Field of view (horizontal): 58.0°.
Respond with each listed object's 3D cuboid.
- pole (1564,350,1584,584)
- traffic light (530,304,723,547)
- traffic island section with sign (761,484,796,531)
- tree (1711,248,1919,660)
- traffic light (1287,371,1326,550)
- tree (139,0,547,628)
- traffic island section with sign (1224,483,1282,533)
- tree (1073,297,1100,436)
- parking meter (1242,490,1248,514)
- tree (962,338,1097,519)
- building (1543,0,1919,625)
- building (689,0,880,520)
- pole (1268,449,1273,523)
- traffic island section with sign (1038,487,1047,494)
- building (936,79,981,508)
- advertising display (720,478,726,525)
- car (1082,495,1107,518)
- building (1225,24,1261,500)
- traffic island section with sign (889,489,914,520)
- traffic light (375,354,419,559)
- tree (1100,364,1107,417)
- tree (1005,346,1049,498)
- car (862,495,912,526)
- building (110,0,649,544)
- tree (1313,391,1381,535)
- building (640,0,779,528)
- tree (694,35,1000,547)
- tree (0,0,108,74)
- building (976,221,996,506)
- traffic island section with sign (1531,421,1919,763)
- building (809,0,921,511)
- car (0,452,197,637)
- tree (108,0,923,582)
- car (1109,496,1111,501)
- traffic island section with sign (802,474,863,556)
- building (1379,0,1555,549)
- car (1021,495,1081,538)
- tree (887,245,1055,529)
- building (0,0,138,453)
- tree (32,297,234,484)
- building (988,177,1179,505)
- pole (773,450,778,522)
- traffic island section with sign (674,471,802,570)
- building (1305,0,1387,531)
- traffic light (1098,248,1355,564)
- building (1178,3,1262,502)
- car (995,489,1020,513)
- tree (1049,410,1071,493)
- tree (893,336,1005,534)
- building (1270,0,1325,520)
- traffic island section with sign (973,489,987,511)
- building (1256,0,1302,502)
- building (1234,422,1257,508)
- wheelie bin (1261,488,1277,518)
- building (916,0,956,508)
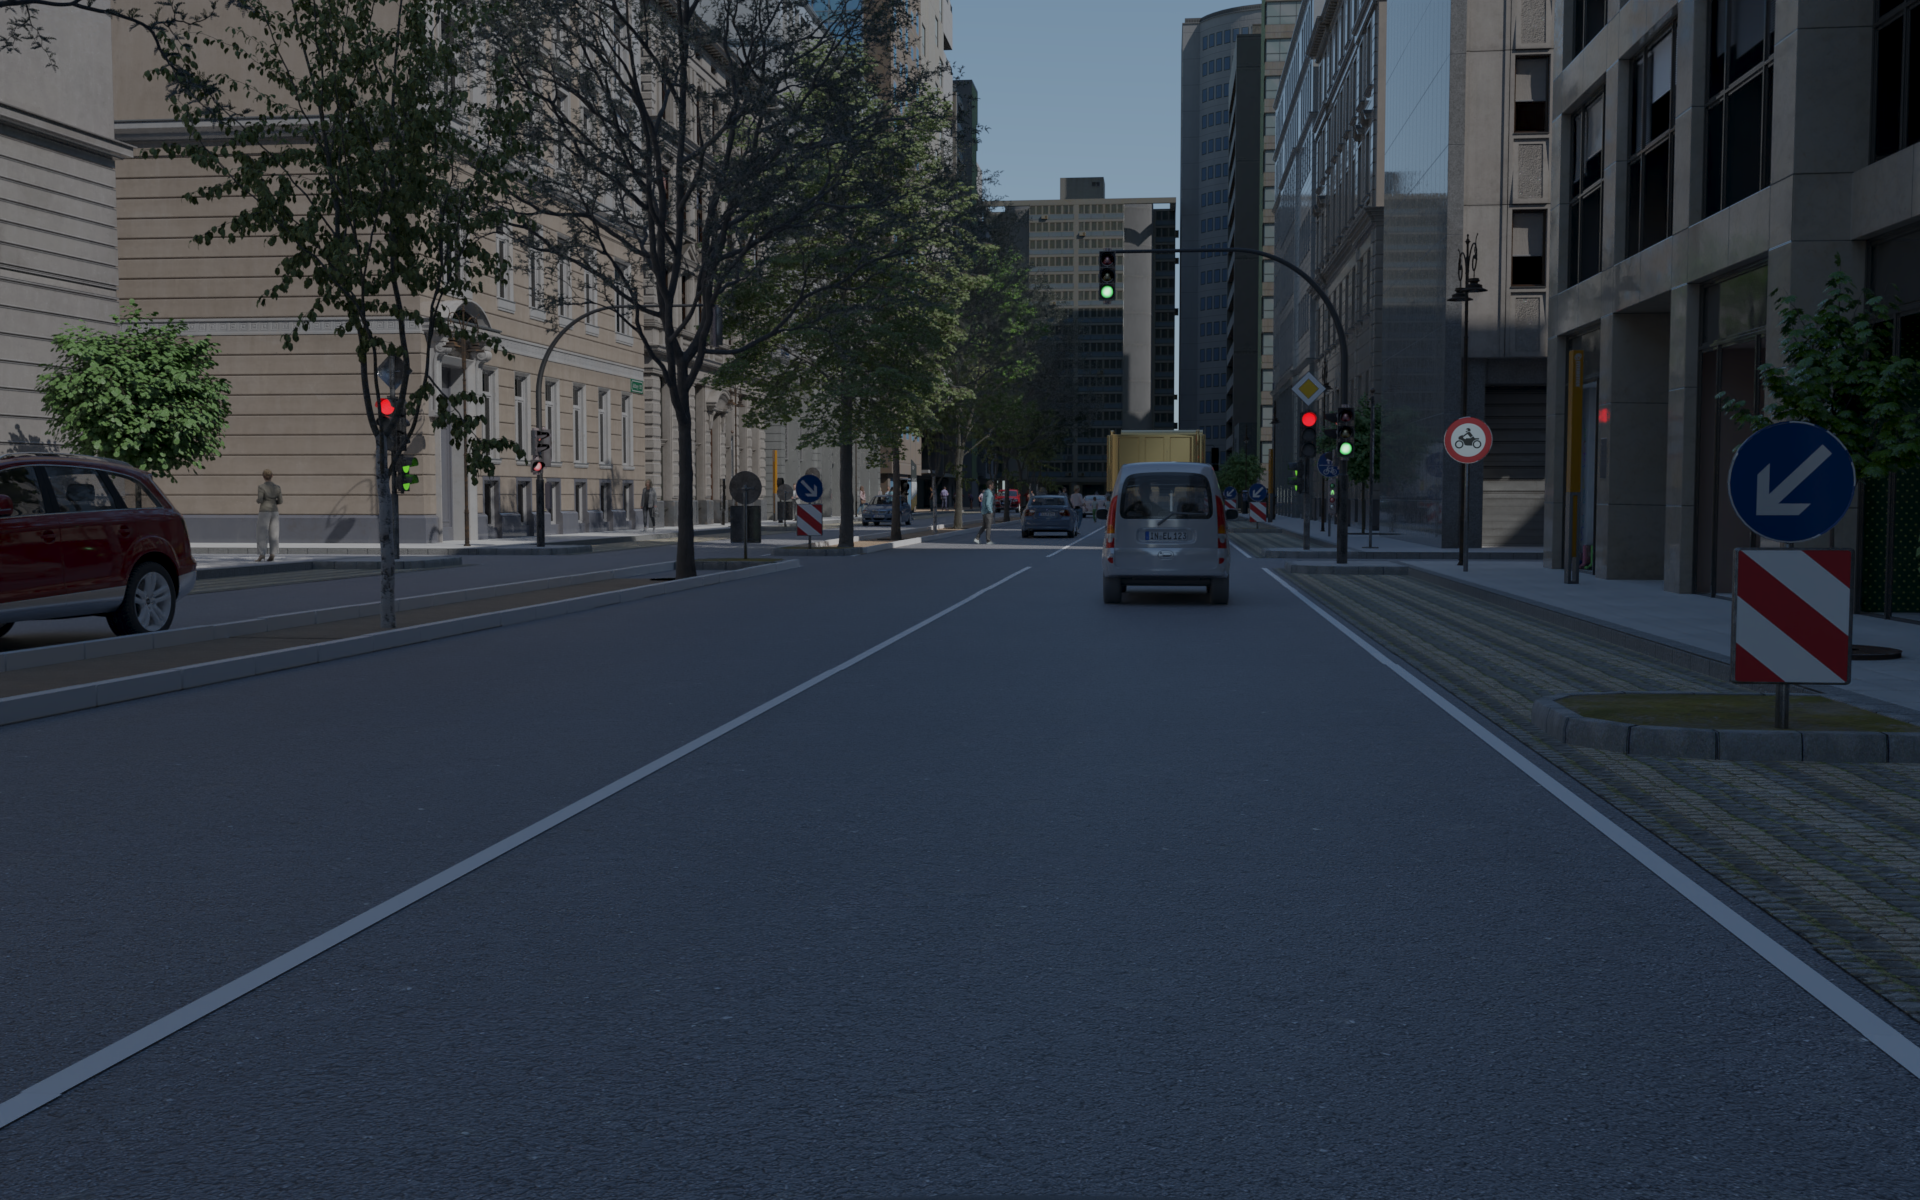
[{"bbox_3d":[8.744,-1.885,24.668,0.158,3.312,0.155,0,3,0],"label":"pole"},{"bbox_3d":[-8.077,-4.102,41.739,4.771,5.953,1.251,0,4,7],"label":"traffic light"},{"bbox_3d":[-6.866,-3.592,67.357,1.989,1.847,2.006,0,4,7],"label":"traffic island section with sign"},{"bbox_3d":[6.813,-1.171,13.754,1.663,3.219,1.824,0,3,0],"label":"tree"},{"bbox_3d":[7.971,-3.113,39.821,0.839,4.253,0.868,0,4,7],"label":"traffic light"},{"bbox_3d":[-6.074,-3.983,17.941,4.737,8.622,4.395,0,3,0],"label":"tree"},{"bbox_3d":[10.919,-3.409,64.358,1.989,1.847,2.006,0,4,7],"label":"traffic island section with sign"},{"bbox_3d":[-1.968,-8.586,53.205,12.009,13.543,11.850,0,3,0],"label":"tree"},{"bbox_3d":[18.374,-6.311,111.595,0.372,1.533,0.369,0,3,0],"label":"parking meter"},{"bbox_3d":[3.628,-9.887,98.529,8.767,10.594,7.601,0,4,7],"label":"tree"},{"bbox_3d":[17.727,-12.659,11.497,19.350,26.468,34.151,0,4,7],"label":"building"},{"bbox_3d":[-12.304,-19.653,98.818,11.434,29.767,29.804,0,4,7],"label":"building"},{"bbox_3d":[14.008,-5.154,78.116,0.158,3.312,0.155,0,3,0],"label":"pole"},{"bbox_3d":[5.423,-6.570,115.560,2.006,1.907,1.989,0,4,7],"label":"traffic island section with sign"},{"bbox_3d":[-6.006,-29.554,166.800,14.154,41.232,14.086,0,4,7],"label":"building"},{"bbox_3d":[-9.754,-4.035,71.187,0.123,1.923,0.974,-1,4,-15],"label":"advertising display"},{"bbox_3d":[8.264,-5.685,105.309,2.083,1.381,4.827,0,4,7],"label":"car"},{"bbox_3d":[38.177,-33.744,175.411,21.300,48.544,21.600,0,4,7],"label":"building"},{"bbox_3d":[-3.590,-5.281,94.977,1.989,1.847,2.006,0,4,7],"label":"traffic island section with sign"},{"bbox_3d":[-11.106,-2.758,34.021,0.839,4.253,0.868,0,4,7],"label":"traffic light"},{"bbox_3d":[2.387,-10.673,87.333,12.009,13.543,11.850,0,3,0],"label":"tree"},{"bbox_3d":[1.562,-7.721,79.063,4.737,8.622,4.395,0,3,0],"label":"tree"},{"bbox_3d":[-3.315,-4.114,79.264,2.014,1.417,4.499,0,4,8],"label":"car"},{"bbox_3d":[-18.837,-16.415,54.292,13.634,28.700,20.117,0,4,7],"label":"building"},{"bbox_3d":[12.846,-4.375,55.240,4.285,4.588,4.351,0,3,0],"label":"tree"},{"bbox_3d":[-15.164,-15.013,74.347,11.050,23.489,19.941,0,4,7],"label":"building"},{"bbox_3d":[-2.907,-7.515,43.447,7.486,12.596,7.792,0,3,0],"label":"tree"},{"bbox_3d":[-7.070,-5.854,8.547,12.009,13.543,11.850,0,3,0],"label":"tree"},{"bbox_3d":[-3.375,-25.307,185.465,14.107,30.474,14.160,0,4,7],"label":"building"},{"bbox_3d":[4.486,-0.094,10.169,1.989,1.847,2.006,0,4,7],"label":"traffic island section with sign"},{"bbox_3d":[-10.634,-29.001,124.276,14.600,45.320,14.200,0,4,7],"label":"building"},{"bbox_3d":[-9.069,-0.419,15.525,2.281,1.827,5.304,1,4,9],"label":"car"},{"bbox_3d":[-4.487,-7.039,27.920,12.009,13.543,11.850,0,3,0],"label":"tree"},{"bbox_3d":[13.610,-8.357,148.443,2.131,1.459,4.920,1,4,8],"label":"car"},{"bbox_3d":[-3.427,-2.006,40.942,2.006,1.907,1.989,0,4,7],"label":"traffic island section with sign"},{"bbox_3d":[21.922,-13.873,44.847,19.932,24.808,12.078,0,4,7],"label":"building"},{"bbox_3d":[3.014,-2.808,57.912,2.014,1.417,4.499,0,4,6],"label":"car"},{"bbox_3d":[0.011,-8.663,69.855,9.928,11.665,9.643,0,3,0],"label":"tree"},{"bbox_3d":[-28.004,-11.378,27.835,24.055,21.916,13.314,0,4,7],"label":"building"},{"bbox_3d":[-13.806,-2.779,29.151,4.285,4.588,4.351,0,3,0],"label":"tree"},{"bbox_3d":[15.023,-32.003,215.131,23.993,40.220,32.217,0,4,7],"label":"building"},{"bbox_3d":[-8.621,-5.314,80.724,0.158,3.312,0.155,0,3,0],"label":"pole"},{"bbox_3d":[-4.309,-1.557,33.587,2.006,1.907,1.989,0,4,7],"label":"traffic island section with sign"},{"bbox_3d":[21.331,-16.738,70.935,12.463,27.353,25.104,0,4,7],"label":"building"},{"bbox_3d":[4.942,-3.506,31.997,4.771,5.953,1.251,0,4,7],"label":"traffic light"},{"bbox_3d":[40.439,-40.636,206.394,28.212,58.520,21.231,0,4,7],"label":"building"},{"bbox_3d":[3.718,-7.657,133.866,2.281,1.827,5.304,0,4,6],"label":"car"},{"bbox_3d":[4.327,-9.297,104.832,4.737,8.622,4.395,0,3,0],"label":"tree"},{"bbox_3d":[-0.885,-6.667,61.817,4.737,8.622,4.395,0,3,0],"label":"tree"},{"bbox_3d":[24.163,-19.617,98.226,11.434,29.767,29.804,0,4,7],"label":"building"},{"bbox_3d":[2.131,-8.225,143.102,1.989,1.847,2.006,0,4,7],"label":"traffic island section with sign"},{"bbox_3d":[28.878,-27.090,126.518,14.154,41.232,14.086,0,4,7],"label":"building"},{"bbox_3d":[35.584,-51.049,147.315,22.319,86.520,31.000,0,4,7],"label":"building"},{"bbox_3d":[16.614,-5.220,93.261,0.980,1.594,0.693,3,5,42],"label":"wheelie bin"},{"bbox_3d":[-15.230,-34.086,146.543,28.713,52.752,27.495,0,4,7],"label":"building"}]
